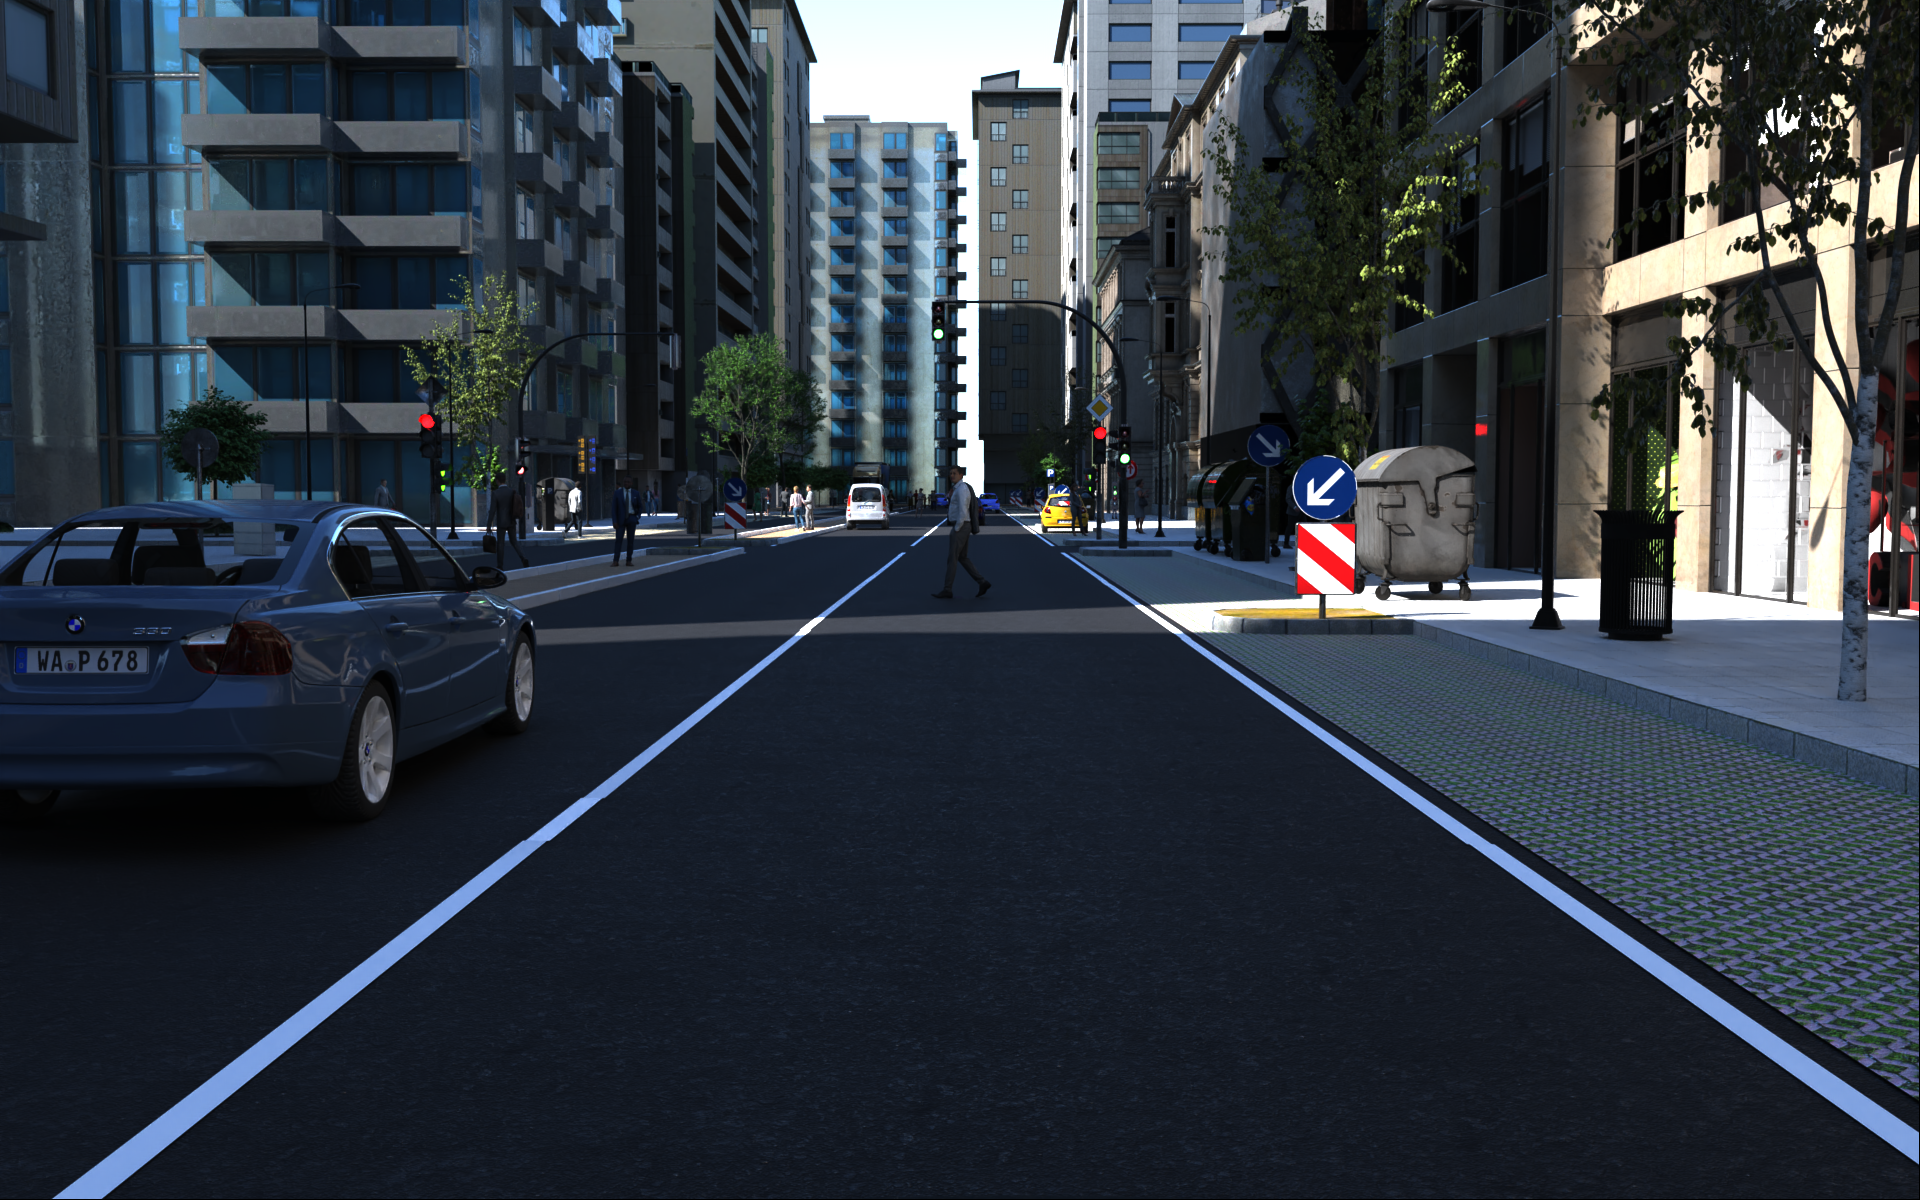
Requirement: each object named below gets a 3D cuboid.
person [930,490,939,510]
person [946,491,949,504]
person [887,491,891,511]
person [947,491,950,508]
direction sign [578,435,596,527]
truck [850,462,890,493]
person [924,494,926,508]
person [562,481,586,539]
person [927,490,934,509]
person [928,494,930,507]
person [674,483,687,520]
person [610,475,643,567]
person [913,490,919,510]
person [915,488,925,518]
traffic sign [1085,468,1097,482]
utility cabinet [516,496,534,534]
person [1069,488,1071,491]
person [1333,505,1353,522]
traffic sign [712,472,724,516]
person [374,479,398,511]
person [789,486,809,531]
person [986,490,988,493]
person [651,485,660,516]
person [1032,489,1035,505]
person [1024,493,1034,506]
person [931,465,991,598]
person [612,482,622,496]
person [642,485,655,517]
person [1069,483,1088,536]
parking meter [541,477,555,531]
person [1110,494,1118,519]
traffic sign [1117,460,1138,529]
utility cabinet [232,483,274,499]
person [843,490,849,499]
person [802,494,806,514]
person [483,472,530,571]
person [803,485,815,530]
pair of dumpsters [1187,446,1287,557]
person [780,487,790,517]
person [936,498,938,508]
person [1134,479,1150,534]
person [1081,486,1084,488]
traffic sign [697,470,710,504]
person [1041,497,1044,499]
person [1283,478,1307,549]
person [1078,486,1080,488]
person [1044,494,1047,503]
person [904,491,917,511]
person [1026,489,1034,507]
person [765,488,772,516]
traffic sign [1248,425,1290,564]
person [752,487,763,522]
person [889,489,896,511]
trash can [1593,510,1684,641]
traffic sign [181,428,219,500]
[{"bbox_3d":[-2.218,-8.696,151.208,0.617,1.759,0.750,1,4,22],"label":"person"},{"bbox_3d":[-1.387,-11.386,195.336,0.551,1.740,0.621,0,4,7],"label":"person"},{"bbox_3d":[-5.539,-7.476,131.550,0.721,1.723,1.217,-1,4,-16],"label":"person"},{"bbox_3d":[-1.222,-10.701,184.399,0.436,1.711,0.756,3,4,37],"label":"person"},{"bbox_3d":[-14.431,-4.591,67.063,0.876,3.537,0.379,2,4,27],"label":"direction sign"},{"bbox_3d":[-7.888,-10.076,153.648,2.839,4.237,11.283,0,4,2],"label":"truck"},{"bbox_3d":[-3.590,-10.043,175.968,0.557,1.426,1.065,1,4,17],"label":"person"},{"bbox_3d":[-12.307,-2.872,55.296,0.661,1.843,0.795,3,5,44],"label":"person"},{"bbox_3d":[-2.746,-9.837,169.417,0.705,1.814,1.350,-3,5,-44],"label":"person"},{"bbox_3d":[-3.424,-11.099,193.220,0.557,1.426,1.065,0,4,3],"label":"person"},{"bbox_3d":[-14.023,-4.951,87.012,0.654,1.822,0.581,1,4,11],"label":"person"},{"bbox_3d":[-6.612,-1.561,34.209,0.721,1.800,0.419,-2,4,-26],"label":"person"},{"bbox_3d":[-3.951,-9.113,157.436,1.348,1.831,0.705,-2,4,-28],"label":"person"},{"bbox_3d":[-2.392,-5.714,102.269,0.599,1.781,0.374,2,4,28],"label":"person"},{"bbox_3d":[6.534,-5.189,84.952,0.768,2.556,0.104,1,4,8],"label":"traffic sign"},{"bbox_3d":[-14.293,-2.768,56.424,0.306,1.237,1.020,2,4,23],"label":"utility cabinet"},{"bbox_3d":[9.348,-8.661,147.654,0.705,1.823,1.348,0,4,8],"label":"person"},{"bbox_3d":[8.220,-1.907,37.495,0.520,1.790,0.573,-3,5,-44],"label":"person"},{"bbox_3d":[-14.164,-6.189,101.292,0.768,2.556,0.104,1,4,9],"label":"traffic sign"},{"bbox_3d":[-20.247,-3.348,60.903,0.853,1.813,0.709,1,4,21],"label":"person"},{"bbox_3d":[-6.111,-3.500,66.395,0.731,1.740,0.598,-2,4,-35],"label":"person"},{"bbox_3d":[2.727,-10.241,175.900,1.348,1.831,0.705,-1,4,-16],"label":"person"},{"bbox_3d":[-18.152,-5.948,103.295,0.555,1.821,0.388,-3,5,-42],"label":"person"},{"bbox_3d":[8.372,-11.580,195.313,1.348,1.831,0.705,-3,4,-37],"label":"person"},{"bbox_3d":[7.420,-10.981,186.401,1.217,1.723,0.721,2,4,24],"label":"person"},{"bbox_3d":[0.012,-0.937,23.928,0.850,1.850,0.679,0,4,-5],"label":"person"},{"bbox_3d":[-14.777,-4.195,74.807,0.466,1.800,0.511,-1,4,-12],"label":"person"},{"bbox_3d":[-17.671,-5.611,98.132,0.623,1.781,0.721,-3,5,-43],"label":"person"},{"bbox_3d":[4.018,-3.051,58.654,0.573,1.790,0.520,1,4,23],"label":"person"},{"bbox_3d":[-14.289,-3.324,60.062,0.399,1.863,0.255,-3,5,-41],"label":"parking meter"},{"bbox_3d":[7.932,-4.805,88.879,0.425,1.301,0.394,-3,5,-43],"label":"person"},{"bbox_3d":[6.118,-3.869,63.360,0.768,2.556,0.104,0,4,7],"label":"traffic sign"},{"bbox_3d":[-14.723,-1.680,36.142,1.173,1.500,0.318,3,5,40],"label":"utility cabinet"},{"bbox_3d":[-11.232,-10.141,174.305,1.348,1.824,0.705,-2,4,-32],"label":"person"},{"bbox_3d":[-11.446,-7.038,126.795,0.991,1.433,0.599,1,4,10],"label":"person"},{"bbox_3d":[-8.297,-1.418,31.646,0.822,1.834,0.622,3,4,37],"label":"person"},{"bbox_3d":[-6.033,-3.663,68.591,0.583,1.804,0.606,0,4,-6],"label":"person"},{"bbox_3d":[5.896,-2.116,37.093,1.574,2.255,4.437,0,4,1],"label":"pair of dumpsters"},{"bbox_3d":[-10.931,-6.105,108.122,0.655,1.846,0.447,1,4,12],"label":"person"},{"bbox_3d":[-2.312,-9.984,174.968,0.599,1.433,0.991,0,4,-7],"label":"person"},{"bbox_3d":[5.933,-3.046,56.204,0.532,1.782,0.716,0,4,0],"label":"person"},{"bbox_3d":[7.358,-5.934,103.460,0.661,1.777,0.834,-2,4,-28],"label":"person"},{"bbox_3d":[-13.672,-5.631,92.173,0.768,2.556,0.104,0,4,4],"label":"traffic sign"},{"bbox_3d":[8.945,-11.384,192.174,0.705,1.824,1.348,-2,4,-34],"label":"person"},{"bbox_3d":[7.964,-2.089,40.590,0.834,1.777,0.661,3,5,39],"label":"person"},{"bbox_3d":[8.122,-6.858,118.031,0.748,1.841,0.638,-2,4,-33],"label":"person"},{"bbox_3d":[7.758,-9.304,159.640,0.415,1.643,0.593,-2,4,-35],"label":"person"},{"bbox_3d":[-4.305,-8.657,150.779,1.217,1.736,0.721,0,4,4],"label":"person"},{"bbox_3d":[7.101,-10.315,175.228,0.750,1.759,0.617,-3,5,-43],"label":"person"},{"bbox_3d":[-11.939,-6.047,107.347,0.573,1.828,0.580,0,4,1],"label":"person"},{"bbox_3d":[5.682,-1.947,31.935,0.768,2.556,0.104,1,4,10],"label":"traffic sign"},{"bbox_3d":[-10.518,-4.964,89.908,0.529,1.795,0.600,1,4,11],"label":"person"},{"bbox_3d":[-5.678,-8.290,144.131,0.705,1.812,1.348,-2,4,-27],"label":"person"},{"bbox_3d":[5.988,-0.225,15.325,0.748,1.137,0.748,0,3,0],"label":"trash can"},{"bbox_3d":[-14.611,-2.030,33.297,0.768,2.556,0.104,0,4,6],"label":"traffic sign"}]
